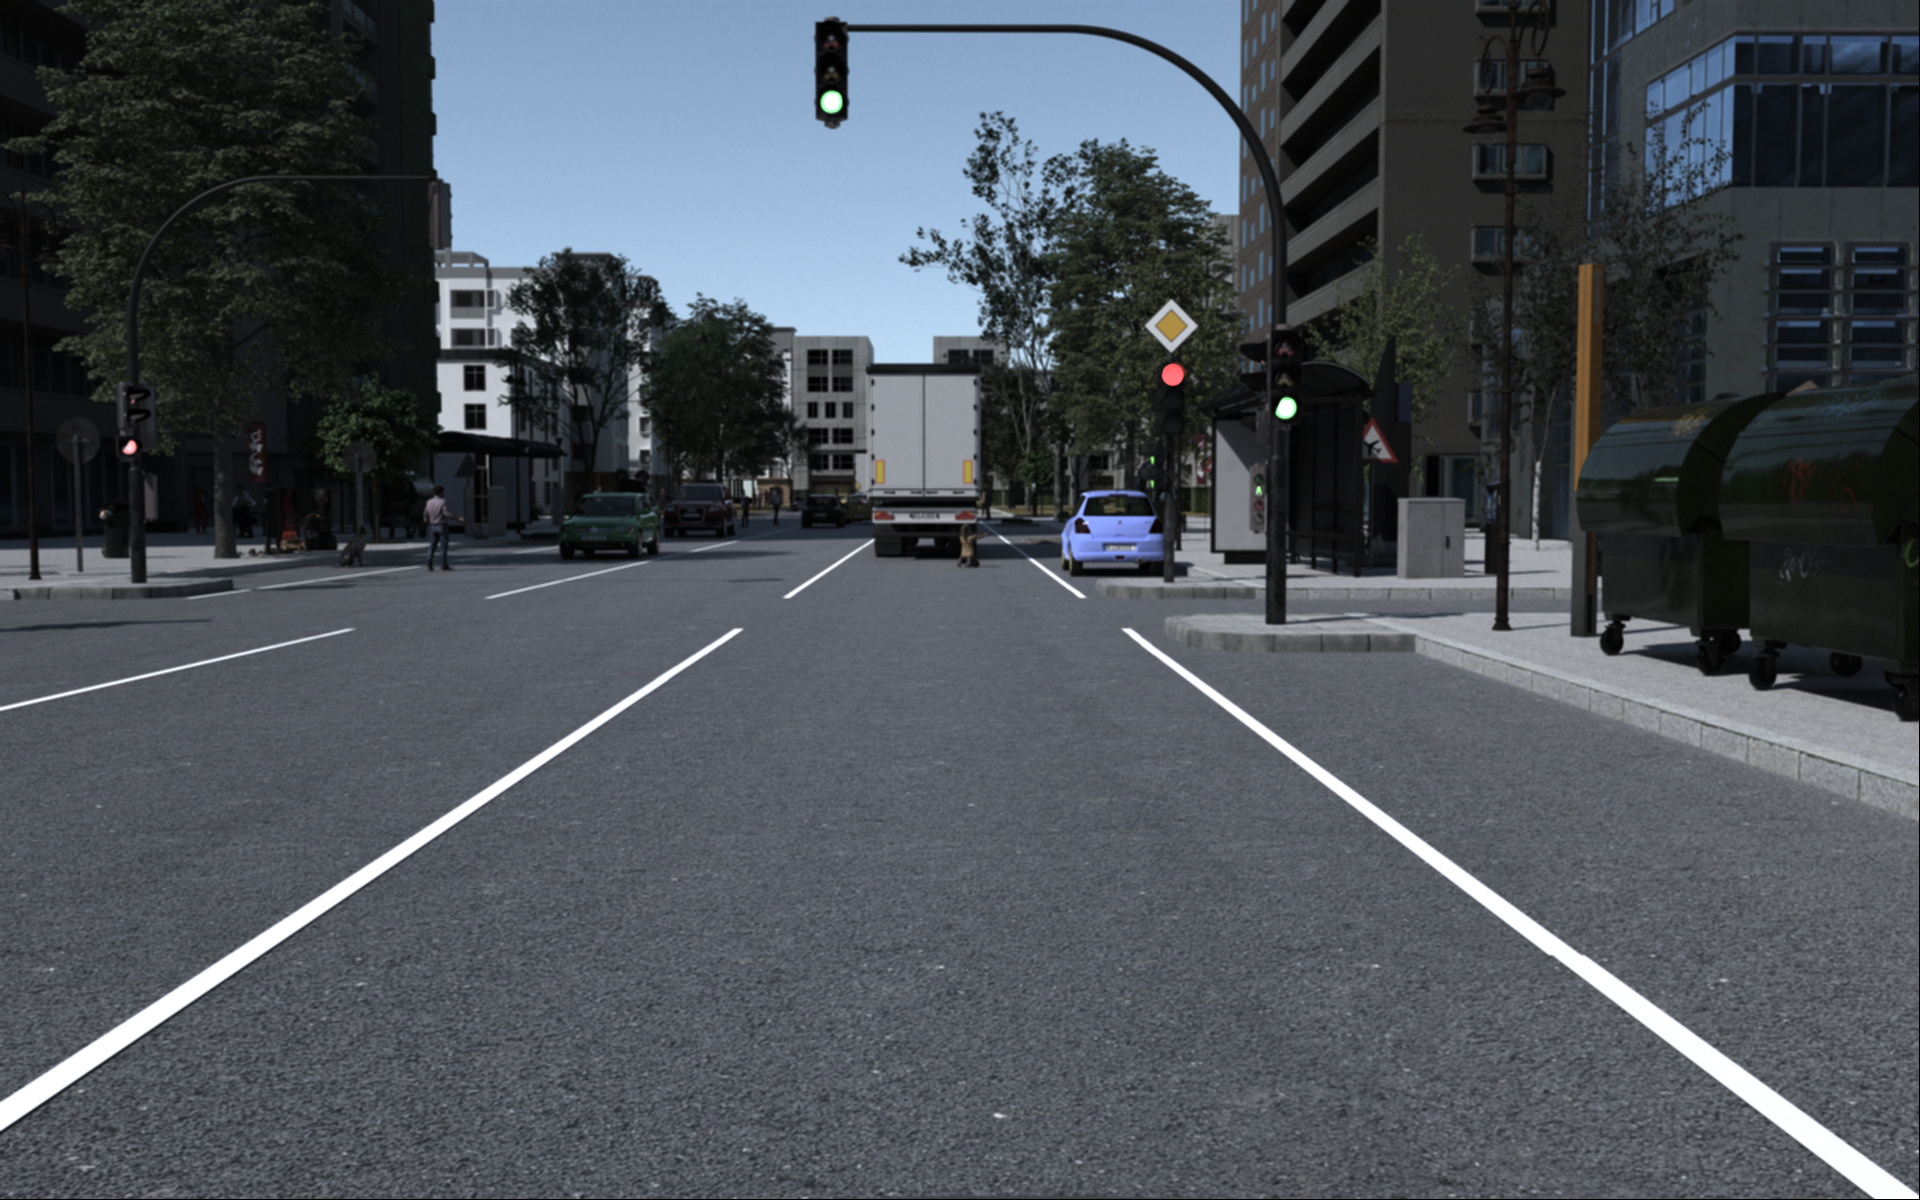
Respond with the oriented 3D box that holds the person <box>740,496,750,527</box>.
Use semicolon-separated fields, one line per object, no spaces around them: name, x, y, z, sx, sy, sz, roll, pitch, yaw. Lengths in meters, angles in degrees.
person;-9.293;-3.812;74.732;0.340;1.345;0.435;1;4;21

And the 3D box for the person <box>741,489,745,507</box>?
person;-21.528;-10.109;171.986;0.551;1.740;0.621;2;4;29

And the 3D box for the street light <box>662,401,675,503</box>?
street light;-14.483;-6.927;86.050;0.468;5.910;1.993;0;4;-1

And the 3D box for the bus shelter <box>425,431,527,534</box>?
bus shelter;-16.405;-3.950;58.510;2.014;3.302;5.546;0;4;-1

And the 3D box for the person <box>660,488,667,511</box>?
person;-21.927;-7.406;128.046;0.541;1.710;0.530;3;4;36

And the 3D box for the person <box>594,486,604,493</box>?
person;-20.207;-5.519;96.996;0.841;1.734;0.376;-2;4;-24

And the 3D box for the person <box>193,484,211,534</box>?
person;-24.412;-2.936;55.745;0.444;1.614;0.593;-3;4;-36

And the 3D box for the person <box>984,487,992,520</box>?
person;1.521;-5.354;96.170;0.598;1.807;0.434;-3;5;-42

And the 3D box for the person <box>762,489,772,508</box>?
person;-18.229;-9.563;163.121;1.217;1.743;0.721;0;4;-3

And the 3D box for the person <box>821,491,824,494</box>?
person;-10.065;-7.102;126.086;0.593;1.643;0.415;1;4;19

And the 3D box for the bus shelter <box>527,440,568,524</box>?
bus shelter;-16.285;-4.349;65.029;2.014;3.302;5.546;0;4;-1

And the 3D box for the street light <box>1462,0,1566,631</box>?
street light;5.108;-2.652;16.149;0.468;5.910;1.993;0;4;-1

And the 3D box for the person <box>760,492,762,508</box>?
person;-17.856;-9.106;155.614;0.721;1.739;1.217;0;4;-4

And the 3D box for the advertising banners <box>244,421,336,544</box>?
advertising banners;-16.325;-2.813;42.179;2.074;3.025;0.090;-2;4;-29

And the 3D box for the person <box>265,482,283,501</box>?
person;-25.757;-3.563;65.094;0.742;1.727;0.445;0;4;-5

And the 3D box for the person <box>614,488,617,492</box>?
person;-24.925;-7.274;125.684;0.721;1.736;1.217;2;4;27

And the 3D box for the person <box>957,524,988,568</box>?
person;0.228;-1.073;33.965;0.347;0.859;0.695;2;4;35

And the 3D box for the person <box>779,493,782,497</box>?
person;-17.914;-9.981;170.170;0.756;1.711;0.436;3;4;38

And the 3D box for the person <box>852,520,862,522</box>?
person;-5.296;-4.486;90.129;0.655;0.850;0.859;1;4;14

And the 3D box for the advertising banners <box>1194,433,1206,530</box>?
advertising banners;7.375;-3.264;49.558;0.090;3.025;2.074;-2;4;-33

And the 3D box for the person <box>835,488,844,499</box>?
person;-6.960;-5.561;99.959;0.750;1.759;0.617;1;4;15

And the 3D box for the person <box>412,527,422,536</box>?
person;-16.645;-2.823;52.919;0.376;1.734;0.841;1;4;17

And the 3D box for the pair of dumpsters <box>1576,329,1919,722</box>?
pair of dumpsters;5.747;-0.564;11.718;1.574;2.255;4.437;0;4;-1

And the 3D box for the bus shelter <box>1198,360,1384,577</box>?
bus shelter;5.384;-2.146;29.016;2.014;3.302;5.546;0;4;0

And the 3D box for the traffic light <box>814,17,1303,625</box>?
traffic light;0.999;-2.580;16.844;4.771;5.953;1.251;0;4;-1

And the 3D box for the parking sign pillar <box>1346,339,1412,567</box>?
parking sign pillar;7.646;-2.592;30.856;1.447;3.967;1.447;0;4;1

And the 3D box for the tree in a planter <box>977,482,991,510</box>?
tree in a planter;1.768;-9.598;154.153;1.991;3.239;1.994;0;4;-1

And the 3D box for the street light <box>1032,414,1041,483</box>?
street light;4.327;-7.692;98.558;0.468;5.910;1.993;0;4;-1

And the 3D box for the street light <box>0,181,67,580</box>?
street light;-13.852;-3.240;25.763;0.468;5.910;1.993;0;4;-1

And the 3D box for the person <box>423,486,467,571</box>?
person;-9.690;-1.335;32.287;0.963;1.587;0.435;1;4;17

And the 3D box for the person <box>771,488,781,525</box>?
person;-8.483;-4.350;80.553;0.436;1.711;0.756;2;4;33

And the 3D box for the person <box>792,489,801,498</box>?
person;-15.863;-9.891;168.555;1.217;1.735;0.721;-2;4;-23

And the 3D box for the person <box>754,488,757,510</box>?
person;-16.674;-8.217;141.103;0.721;1.736;1.217;-2;4;-26

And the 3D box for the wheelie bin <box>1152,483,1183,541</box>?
wheelie bin;5.695;-2.433;47.686;0.693;1.594;0.980;-2;4;-24

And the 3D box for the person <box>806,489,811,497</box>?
person;-8.508;-5.422;97.956;0.445;1.727;0.742;-1;4;-9

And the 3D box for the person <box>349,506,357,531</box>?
person;-20.778;-2.793;59.630;0.347;0.859;0.695;0;4;-8

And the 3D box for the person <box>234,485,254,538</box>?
person;-20.726;-2.560;50.108;0.590;1.554;0.614;-3;5;-39

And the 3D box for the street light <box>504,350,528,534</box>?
street light;-14.191;-5.060;55.516;0.468;5.910;1.993;0;4;-1

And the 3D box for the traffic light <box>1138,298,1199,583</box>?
traffic light;3.011;-2.206;24.991;0.839;4.253;0.868;0;4;-1

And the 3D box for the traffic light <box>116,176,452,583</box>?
traffic light;-9.718;-3.071;24.885;4.771;5.953;1.251;0;4;-1

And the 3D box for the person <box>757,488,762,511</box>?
person;-14.907;-7.464;129.009;0.436;1.711;0.756;1;4;16

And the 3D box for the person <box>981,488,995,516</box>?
person;1.623;-6.332;112.129;1.348;1.812;0.705;0;4;4

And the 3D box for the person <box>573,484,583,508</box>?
person;-16.276;-4.085;73.753;0.530;1.710;0.541;-2;4;-33
